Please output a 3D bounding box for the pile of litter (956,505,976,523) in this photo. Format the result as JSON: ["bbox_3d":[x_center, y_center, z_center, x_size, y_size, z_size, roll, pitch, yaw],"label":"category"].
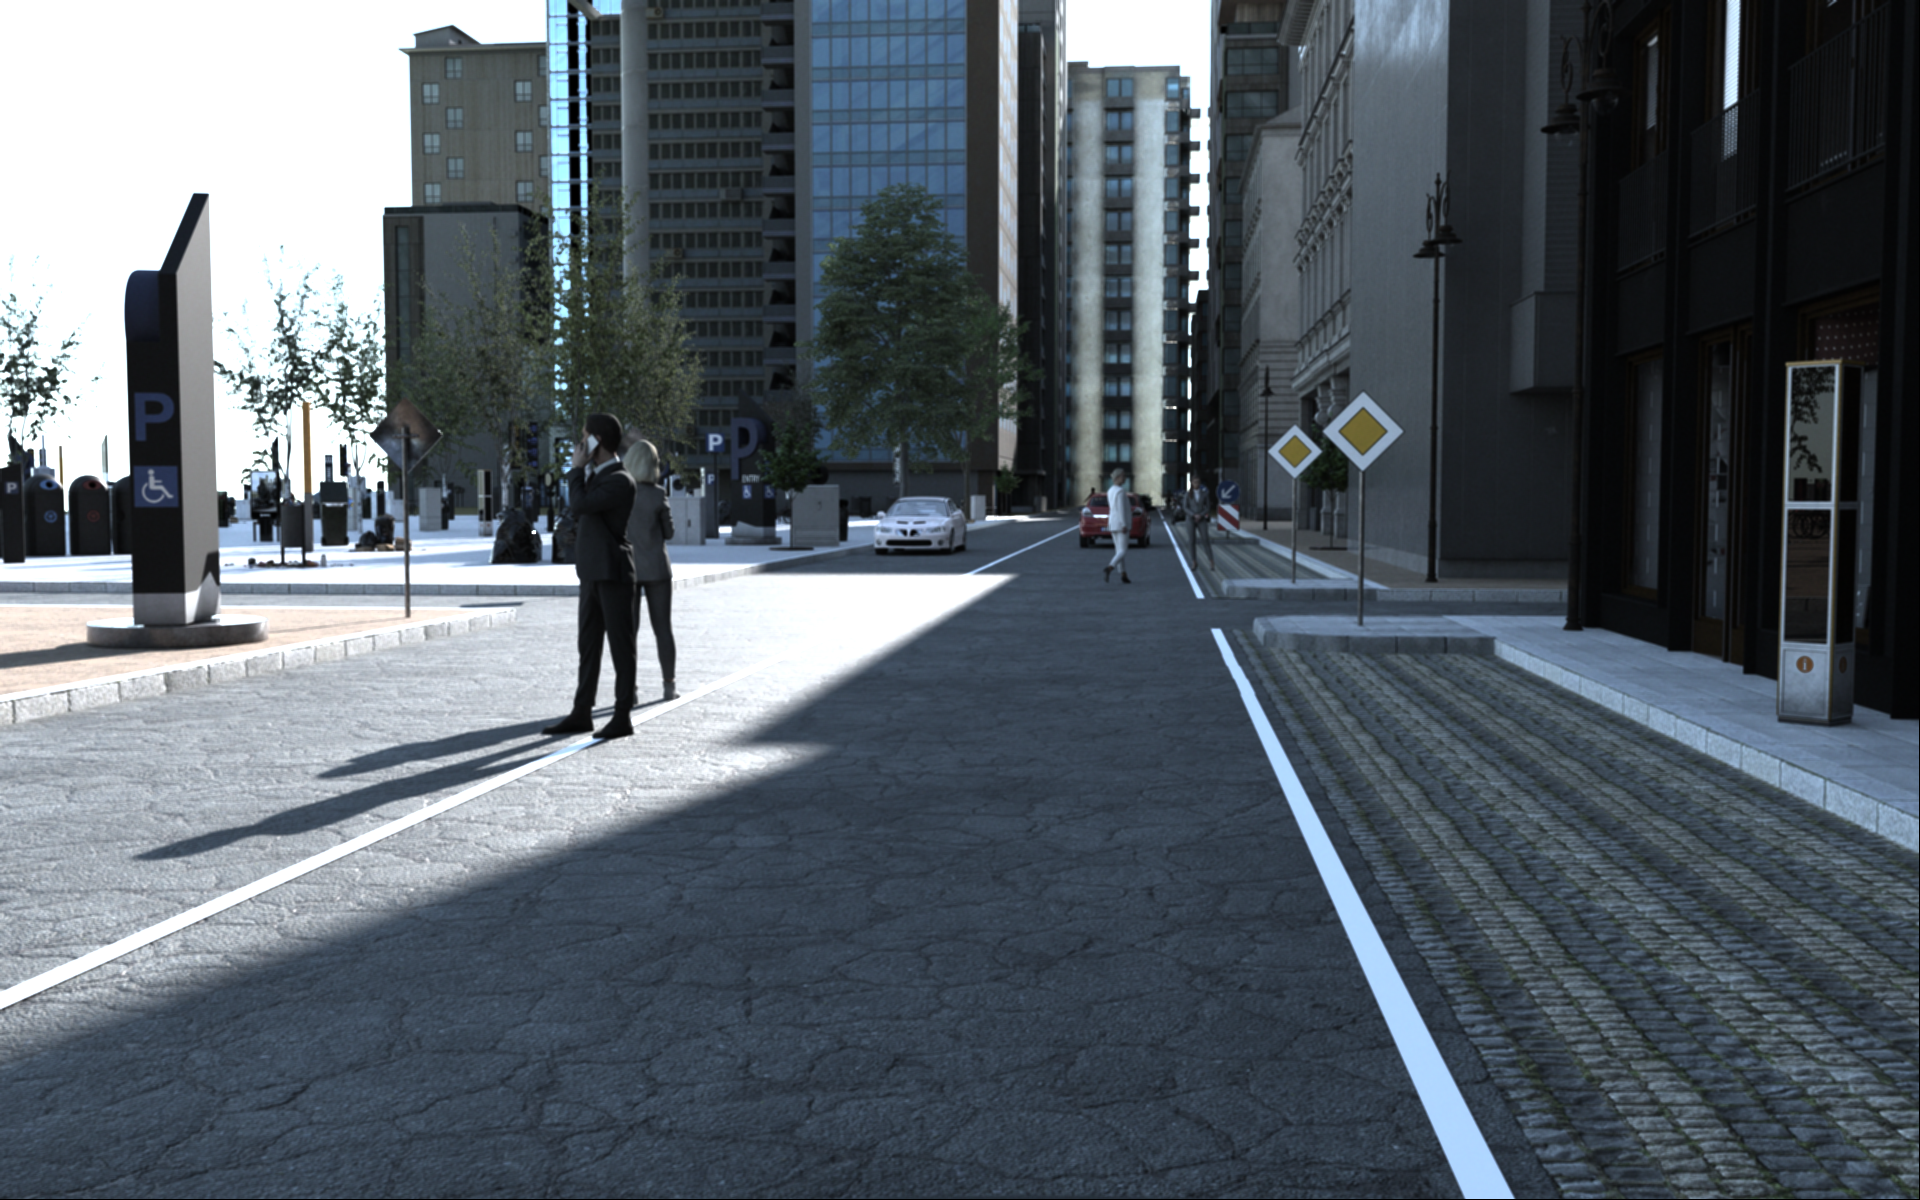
[{"bbox_3d":[0.109,-3.827,76.529,1.176,0.858,1.719,0,4,7],"label":"pile of litter"}]

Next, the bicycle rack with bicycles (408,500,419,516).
[{"bbox_3d":[-32.272,-5.354,100.921,2.852,0.926,2.925,-1,4,-18],"label":"bicycle rack with bicycles"}]

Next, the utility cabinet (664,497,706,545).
[{"bbox_3d":[-6.920,-1.978,43.500,1.020,1.237,0.306,1,4,16],"label":"utility cabinet"}]

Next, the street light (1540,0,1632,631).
[{"bbox_3d":[5.781,-2.652,16.156,0.468,5.910,1.993,0,4,6],"label":"street light"}]

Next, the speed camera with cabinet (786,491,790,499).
[{"bbox_3d":[-7.337,-5.456,83.548,2.038,3.252,0.660,-1,4,-19],"label":"speed camera with cabinet"}]

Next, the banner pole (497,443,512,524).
[{"bbox_3d":[-19.677,-5.190,74.875,0.863,3.779,0.401,2,4,26],"label":"banner pole"}]

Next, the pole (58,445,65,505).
[{"bbox_3d":[-37.321,-4.777,71.940,0.158,3.312,0.155,0,3,0],"label":"pole"}]

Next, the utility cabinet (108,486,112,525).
[{"bbox_3d":[-23.755,-2.471,49.072,1.173,1.500,0.318,0,4,-1],"label":"utility cabinet"}]

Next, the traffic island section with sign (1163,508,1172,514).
[{"bbox_3d":[15.985,-7.179,125.997,1.989,1.847,2.006,0,4,6],"label":"traffic island section with sign"}]

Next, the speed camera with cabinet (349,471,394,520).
[{"bbox_3d":[-29.498,-5.659,86.853,2.038,3.252,0.660,0,4,2],"label":"speed camera with cabinet"}]

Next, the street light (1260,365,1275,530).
[{"bbox_3d":[10.943,-5.451,61.911,0.468,5.910,1.993,0,4,6],"label":"street light"}]

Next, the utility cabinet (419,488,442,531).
[{"bbox_3d":[-18.366,-3.140,60.016,0.318,1.500,1.173,0,4,7],"label":"utility cabinet"}]

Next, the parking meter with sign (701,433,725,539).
[{"bbox_3d":[-7.229,-3.300,50.208,0.543,3.016,1.738,-1,4,-17],"label":"parking meter with sign"}]

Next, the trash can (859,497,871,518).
[{"bbox_3d":[-5.115,-5.010,93.561,0.748,1.137,0.748,0,3,0],"label":"trash can"}]

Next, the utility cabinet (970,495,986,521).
[{"bbox_3d":[0.872,-4.435,83.680,0.306,1.237,1.020,2,4,30],"label":"utility cabinet"}]

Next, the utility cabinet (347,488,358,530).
[{"bbox_3d":[-21.529,-3.191,60.853,1.173,1.500,0.318,3,4,36],"label":"utility cabinet"}]

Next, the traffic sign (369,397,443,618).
[{"bbox_3d":[-5.730,-0.874,17.924,0.795,2.450,0.064,0,4,6],"label":"traffic sign"}]

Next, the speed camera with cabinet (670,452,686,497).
[{"bbox_3d":[-13.956,-5.325,81.407,2.038,3.252,0.660,-1,4,-17],"label":"speed camera with cabinet"}]

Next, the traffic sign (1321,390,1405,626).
[{"bbox_3d":[3.904,-0.807,16.844,0.795,2.450,0.064,0,4,6],"label":"traffic sign"}]

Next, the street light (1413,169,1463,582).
[{"bbox_3d":[6.877,-3.198,25.079,0.468,5.910,1.993,0,4,6],"label":"street light"}]

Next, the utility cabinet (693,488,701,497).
[{"bbox_3d":[-9.923,-3.554,66.788,0.318,1.500,1.173,1,4,14],"label":"utility cabinet"}]

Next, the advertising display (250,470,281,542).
[{"bbox_3d":[-18.774,-2.545,46.826,0.974,1.923,0.123,2,4,24],"label":"advertising display"}]

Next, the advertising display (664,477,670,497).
[{"bbox_3d":[-11.389,-3.802,67.375,0.123,1.923,0.974,-1,4,-16],"label":"advertising display"}]

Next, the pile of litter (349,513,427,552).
[{"bbox_3d":[-12.857,-1.532,39.010,1.719,0.858,1.176,-1,4,-16],"label":"pile of litter"}]

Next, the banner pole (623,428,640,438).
[{"bbox_3d":[-11.850,-4.459,62.920,0.863,3.779,0.401,1,4,10],"label":"banner pole"}]

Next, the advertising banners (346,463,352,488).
[{"bbox_3d":[-33.439,-6.117,96.206,2.074,3.025,0.090,2,4,34],"label":"advertising banners"}]

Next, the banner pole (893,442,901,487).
[{"bbox_3d":[-2.441,-4.962,71.151,0.863,3.779,0.401,3,4,38],"label":"banner pole"}]

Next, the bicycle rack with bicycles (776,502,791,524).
[{"bbox_3d":[-6.951,-3.754,74.756,2.925,0.926,2.852,0,4,5],"label":"bicycle rack with bicycles"}]

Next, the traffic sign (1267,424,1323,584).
[{"bbox_3d":[4.780,-1.293,24.781,0.795,2.450,0.064,0,4,6],"label":"traffic sign"}]

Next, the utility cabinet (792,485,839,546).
[{"bbox_3d":[-3.539,-2.054,42.266,1.173,1.500,0.318,0,4,-7],"label":"utility cabinet"}]

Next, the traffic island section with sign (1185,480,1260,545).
[{"bbox_3d":[7.567,-2.518,49.794,1.989,1.847,2.006,0,4,6],"label":"traffic island section with sign"}]

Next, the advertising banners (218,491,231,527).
[{"bbox_3d":[-29.286,-4.330,66.980,2.074,3.025,0.090,0,4,0],"label":"advertising banners"}]

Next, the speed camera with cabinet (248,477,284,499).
[{"bbox_3d":[-37.766,-6.118,94.372,0.660,3.252,2.038,2,4,30],"label":"speed camera with cabinet"}]

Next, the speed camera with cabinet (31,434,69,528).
[{"bbox_3d":[-29.790,-3.879,57.765,2.038,3.252,0.660,-2,4,-34],"label":"speed camera with cabinet"}]

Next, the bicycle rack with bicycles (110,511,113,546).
[{"bbox_3d":[-19.708,-1.771,42.343,2.852,0.926,2.925,-1,4,-14],"label":"bicycle rack with bicycles"}]

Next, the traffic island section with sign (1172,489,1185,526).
[{"bbox_3d":[10.582,-4.183,77.018,1.989,1.847,2.006,0,4,6],"label":"traffic island section with sign"}]

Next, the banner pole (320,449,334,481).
[{"bbox_3d":[-34.973,-6.455,95.558,0.863,3.779,0.401,-2,4,-25],"label":"banner pole"}]

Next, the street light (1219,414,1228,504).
[{"bbox_3d":[14.986,-7.693,98.567,0.468,5.910,1.993,0,4,6],"label":"street light"}]

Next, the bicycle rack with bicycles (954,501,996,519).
[{"bbox_3d":[0.634,-4.576,88.201,2.852,0.926,2.925,-1,4,-14],"label":"bicycle rack with bicycles"}]

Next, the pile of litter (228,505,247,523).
[{"bbox_3d":[-32.522,-3.841,76.767,1.719,0.858,1.176,-1,4,-17],"label":"pile of litter"}]

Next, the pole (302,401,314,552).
[{"bbox_3d":[-14.389,-2.713,38.207,0.158,3.312,0.155,0,3,0],"label":"pole"}]

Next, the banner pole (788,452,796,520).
[{"bbox_3d":[-8.125,-5.842,85.535,0.863,3.779,0.401,-3,4,-36],"label":"banner pole"}]

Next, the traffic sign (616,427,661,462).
[{"bbox_3d":[-4.853,-1.359,25.861,0.795,2.450,0.064,0,4,6],"label":"traffic sign"}]
